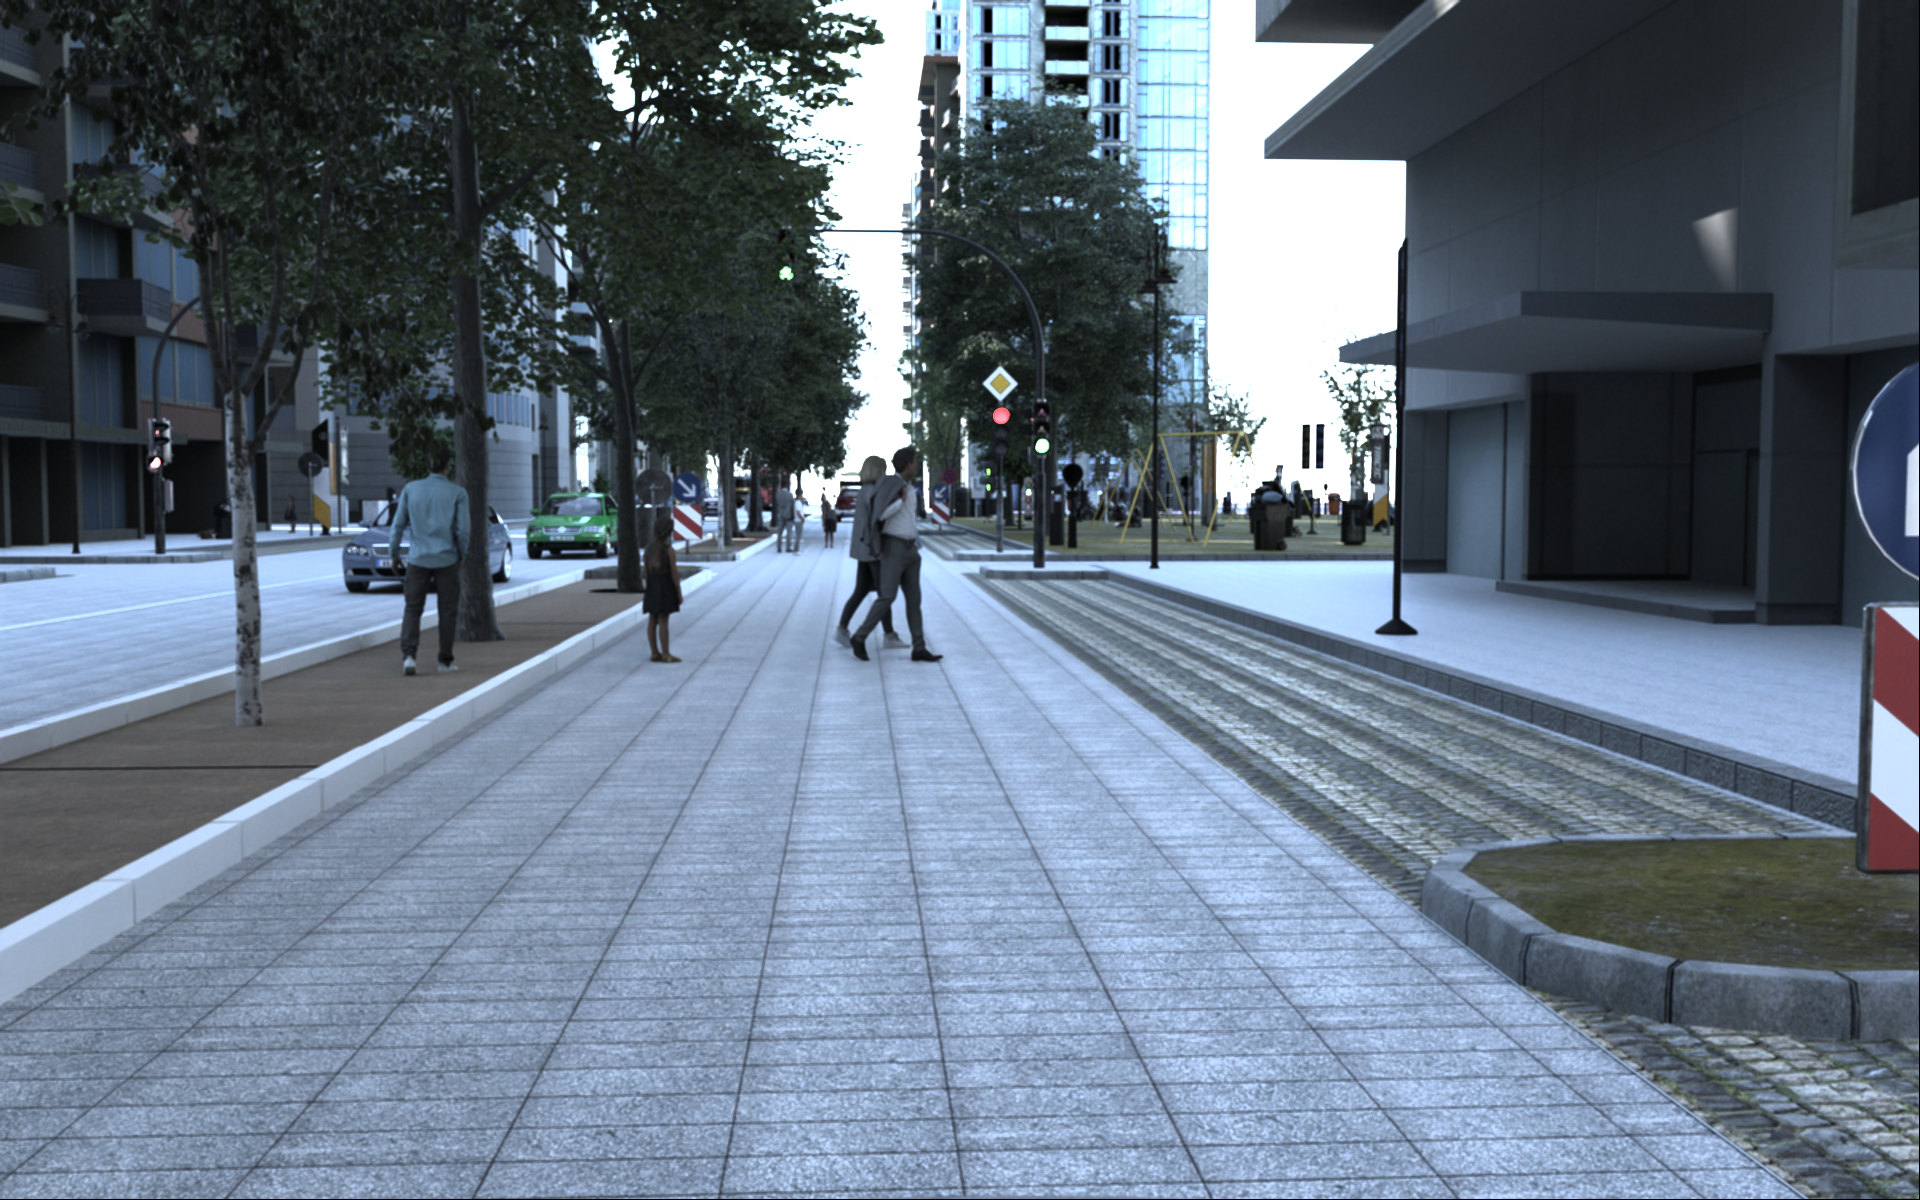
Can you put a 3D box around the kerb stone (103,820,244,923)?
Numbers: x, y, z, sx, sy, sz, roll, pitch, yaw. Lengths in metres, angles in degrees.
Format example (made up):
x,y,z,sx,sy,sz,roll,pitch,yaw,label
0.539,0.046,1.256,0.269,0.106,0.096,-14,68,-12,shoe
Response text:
x,y,z,sx,sy,sz,roll,pitch,yaw,label
-2.839,0.975,6.269,0.120,0.150,1.000,0,4,-4,kerb stone

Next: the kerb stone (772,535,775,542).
x,y,z,sx,sy,sz,roll,pitch,yaw,label
-5.581,-1.748,50.777,0.120,0.150,1.000,0,4,-4,kerb stone

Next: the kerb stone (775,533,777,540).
x,y,z,sx,sy,sz,roll,pitch,yaw,label
-5.708,-1.870,52.817,0.120,0.150,1.000,0,4,-4,kerb stone

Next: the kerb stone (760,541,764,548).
x,y,z,sx,sy,sz,roll,pitch,yaw,label
-5.203,-1.371,44.657,0.120,0.150,1.000,0,4,-4,kerb stone

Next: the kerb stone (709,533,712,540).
x,y,z,sx,sy,sz,roll,pitch,yaw,label
-7.873,-1.930,53.747,0.120,0.150,1.000,0,4,-4,kerb stone

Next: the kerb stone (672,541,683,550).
x,y,z,sx,sy,sz,roll,pitch,yaw,label
-7.303,-1.367,44.562,0.120,0.150,1.000,0,4,-4,kerb stone

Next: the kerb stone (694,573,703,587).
x,y,z,sx,sy,sz,roll,pitch,yaw,label
-4.104,-0.274,26.714,0.120,0.150,1.000,0,4,-4,kerb stone

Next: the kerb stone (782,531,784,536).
x,y,z,sx,sy,sz,roll,pitch,yaw,label
-5.962,-2.122,56.910,0.120,0.150,1.000,0,4,-4,kerb stone

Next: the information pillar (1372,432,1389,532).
x,y,z,sx,sy,sz,roll,pitch,yaw,label
14.308,-4.133,58.924,0.504,3.616,0.183,0,4,6,information pillar

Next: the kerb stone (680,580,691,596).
x,y,z,sx,sy,sz,roll,pitch,yaw,label
-3.970,-0.151,24.668,0.120,0.150,1.000,0,4,-4,kerb stone

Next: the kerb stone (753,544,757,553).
x,y,z,sx,sy,sz,roll,pitch,yaw,label
-5.020,-1.186,41.590,0.120,0.150,1.000,0,4,-4,kerb stone

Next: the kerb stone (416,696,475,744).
x,y,z,sx,sy,sz,roll,pitch,yaw,label
-3.086,0.724,10.353,0.120,0.150,1.000,0,4,-4,kerb stone

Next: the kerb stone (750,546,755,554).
x,y,z,sx,sy,sz,roll,pitch,yaw,label
-4.954,-1.124,40.568,0.120,0.150,1.000,0,4,-4,kerb stone

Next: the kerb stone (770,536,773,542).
x,y,z,sx,sy,sz,roll,pitch,yaw,label
-5.529,-1.686,49.756,0.120,0.150,1.000,0,4,-4,kerb stone

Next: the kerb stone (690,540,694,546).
x,y,z,sx,sy,sz,roll,pitch,yaw,label
-7.489,-1.555,47.622,0.120,0.150,1.000,0,4,-4,kerb stone

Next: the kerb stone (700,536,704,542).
x,y,z,sx,sy,sz,roll,pitch,yaw,label
-7.682,-1.742,50.685,0.120,0.150,1.000,0,4,-4,kerb stone

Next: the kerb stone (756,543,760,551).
x,y,z,sx,sy,sz,roll,pitch,yaw,label
-5.083,-1.249,42.615,0.120,0.150,1.000,0,4,-4,kerb stone

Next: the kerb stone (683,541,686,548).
x,y,z,sx,sy,sz,roll,pitch,yaw,label
-7.373,-1.428,45.582,0.120,0.150,1.000,0,4,-4,kerb stone

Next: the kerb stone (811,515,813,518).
x,y,z,sx,sy,sz,roll,pitch,yaw,label
-8.431,-4.565,96.828,0.120,0.150,1.000,0,4,-4,kerb stone

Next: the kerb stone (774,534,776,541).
x,y,z,sx,sy,sz,roll,pitch,yaw,label
-5.651,-1.810,51.796,0.120,0.150,1.000,0,4,-4,kerb stone

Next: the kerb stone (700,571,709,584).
x,y,z,sx,sy,sz,roll,pitch,yaw,label
-4.166,-0.334,27.739,0.120,0.150,1.000,0,4,-4,kerb stone

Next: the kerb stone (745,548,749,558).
x,y,z,sx,sy,sz,roll,pitch,yaw,label
-4.834,-0.999,38.527,0.120,0.150,1.000,0,4,-4,kerb stone

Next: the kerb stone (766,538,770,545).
x,y,z,sx,sy,sz,roll,pitch,yaw,label
-5.394,-1.561,47.716,0.120,0.150,1.000,0,4,-4,kerb stone

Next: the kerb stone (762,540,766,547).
x,y,z,sx,sy,sz,roll,pitch,yaw,label
-5.272,-1.436,45.676,0.120,0.150,1.000,0,4,-4,kerb stone

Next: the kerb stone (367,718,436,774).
x,y,z,sx,sy,sz,roll,pitch,yaw,label
-3.022,0.790,9.332,0.120,0.150,1.000,0,4,-4,kerb stone

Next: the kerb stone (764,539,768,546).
x,y,z,sx,sy,sz,roll,pitch,yaw,label
-5.330,-1.499,46.697,0.120,0.150,1.000,0,4,-4,kerb stone

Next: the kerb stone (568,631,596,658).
x,y,z,sx,sy,sz,roll,pitch,yaw,label
-3.412,0.412,15.457,0.120,0.150,1.000,0,4,-4,kerb stone

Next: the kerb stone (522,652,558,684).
x,y,z,sx,sy,sz,roll,pitch,yaw,label
-3.280,0.541,13.414,0.120,0.150,1.000,0,4,-4,kerb stone

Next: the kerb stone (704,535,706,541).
x,y,z,sx,sy,sz,roll,pitch,yaw,label
-7.755,-1.805,51.706,0.120,0.150,1.000,0,4,-4,kerb stone

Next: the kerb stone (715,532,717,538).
x,y,z,sx,sy,sz,roll,pitch,yaw,label
-8.002,-2.044,55.787,0.120,0.150,1.000,0,4,-4,kerb stone

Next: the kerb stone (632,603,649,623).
x,y,z,sx,sy,sz,roll,pitch,yaw,label
-3.655,0.165,19.549,0.120,0.150,1.000,0,4,-4,kerb stone

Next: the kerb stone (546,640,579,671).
x,y,z,sx,sy,sz,roll,pitch,yaw,label
-3.335,0.475,14.435,0.120,0.150,1.000,0,4,-4,kerb stone

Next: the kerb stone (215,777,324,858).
x,y,z,sx,sy,sz,roll,pitch,yaw,label
-2.905,0.912,7.291,0.120,0.150,1.000,0,4,-4,kerb stone

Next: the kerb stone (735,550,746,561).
x,y,z,sx,sy,sz,roll,pitch,yaw,label
-4.771,-0.929,37.508,0.120,0.150,1.000,0,4,-4,kerb stone

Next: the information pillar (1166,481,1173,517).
x,y,z,sx,sy,sz,roll,pitch,yaw,label
11.930,-5.767,98.776,0.304,2.012,0.304,3,4,38,information pillar

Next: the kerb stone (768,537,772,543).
x,y,z,sx,sy,sz,roll,pitch,yaw,label
-5.456,-1.623,48.737,0.120,0.150,1.000,0,4,-4,kerb stone

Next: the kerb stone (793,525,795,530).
x,y,z,sx,sy,sz,roll,pitch,yaw,label
-6.588,-2.747,67.139,0.120,0.150,1.000,0,4,-4,kerb stone

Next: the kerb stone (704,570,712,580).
x,y,z,sx,sy,sz,roll,pitch,yaw,label
-4.225,-0.402,28.766,0.120,0.150,1.000,0,4,-4,kerb stone

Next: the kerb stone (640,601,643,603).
x,y,z,sx,sy,sz,roll,pitch,yaw,label
-3.726,0.099,20.569,0.120,0.150,1.000,0,4,-4,kerb stone

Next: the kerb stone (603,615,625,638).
x,y,z,sx,sy,sz,roll,pitch,yaw,label
-3.534,0.287,17.501,0.120,0.150,1.000,0,4,-4,kerb stone

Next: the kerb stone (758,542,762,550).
x,y,z,sx,sy,sz,roll,pitch,yaw,label
-5.145,-1.309,43.636,0.120,0.150,1.000,0,4,-4,kerb stone

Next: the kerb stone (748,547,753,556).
x,y,z,sx,sy,sz,roll,pitch,yaw,label
-4.884,-1.061,39.548,0.120,0.150,1.000,0,4,-4,kerb stone

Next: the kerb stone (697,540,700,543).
x,y,z,sx,sy,sz,roll,pitch,yaw,label
-7.632,-1.680,49.664,0.120,0.150,1.000,0,4,-4,kerb stone

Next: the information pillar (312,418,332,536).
x,y,z,sx,sy,sz,roll,pitch,yaw,label
-19.674,-3.793,53.372,0.504,3.616,0.183,-1,4,-19,information pillar

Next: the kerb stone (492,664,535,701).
x,y,z,sx,sy,sz,roll,pitch,yaw,label
-3.217,0.600,12.394,0.120,0.150,1.000,0,4,-4,kerb stone

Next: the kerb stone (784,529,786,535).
x,y,z,sx,sy,sz,roll,pitch,yaw,label
-6.090,-2.248,58.951,0.120,0.150,1.000,0,4,-4,kerb stone

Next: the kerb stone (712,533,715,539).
x,y,z,sx,sy,sz,roll,pitch,yaw,label
-7.938,-1.992,54.767,0.120,0.150,1.000,0,4,-4,kerb stone

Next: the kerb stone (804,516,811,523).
x,y,z,sx,sy,sz,roll,pitch,yaw,label
-8.172,-4.310,92.735,0.120,0.150,1.000,0,4,-4,kerb stone

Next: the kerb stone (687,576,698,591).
x,y,z,sx,sy,sz,roll,pitch,yaw,label
-4.029,-0.212,25.692,0.120,0.150,1.000,0,4,-4,kerb stone

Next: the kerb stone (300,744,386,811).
x,y,z,sx,sy,sz,roll,pitch,yaw,label
-2.962,0.849,8.312,0.120,0.150,1.000,0,4,-4,kerb stone

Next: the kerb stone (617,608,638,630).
x,y,z,sx,sy,sz,roll,pitch,yaw,label
-3.595,0.225,18.521,0.120,0.150,1.000,0,4,-4,kerb stone

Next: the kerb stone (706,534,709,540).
x,y,z,sx,sy,sz,roll,pitch,yaw,label
-7.819,-1.867,52.726,0.120,0.150,1.000,0,4,-4,kerb stone

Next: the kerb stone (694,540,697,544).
x,y,z,sx,sy,sz,roll,pitch,yaw,label
-7.556,-1.618,48.644,0.120,0.150,1.000,0,4,-4,kerb stone

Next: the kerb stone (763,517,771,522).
x,y,z,sx,sy,sz,roll,pitch,yaw,label
-10.213,-4.244,91.590,0.120,0.150,1.000,0,4,-4,kerb stone

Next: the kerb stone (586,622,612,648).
x,y,z,sx,sy,sz,roll,pitch,yaw,label
-3.468,0.350,16.478,0.120,0.150,1.000,0,4,-4,kerb stone

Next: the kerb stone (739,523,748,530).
x,y,z,sx,sy,sz,roll,pitch,yaw,label
-9.013,-3.051,72.142,0.120,0.150,1.000,0,4,-4,kerb stone

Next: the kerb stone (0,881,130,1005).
x,y,z,sx,sy,sz,roll,pitch,yaw,label
-2.774,1.037,5.248,0.120,0.150,1.000,0,4,-4,kerb stone

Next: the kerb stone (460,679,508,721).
x,y,z,sx,sy,sz,roll,pitch,yaw,label
-3.148,0.662,11.374,0.120,0.150,1.000,0,4,-4,kerb stone
